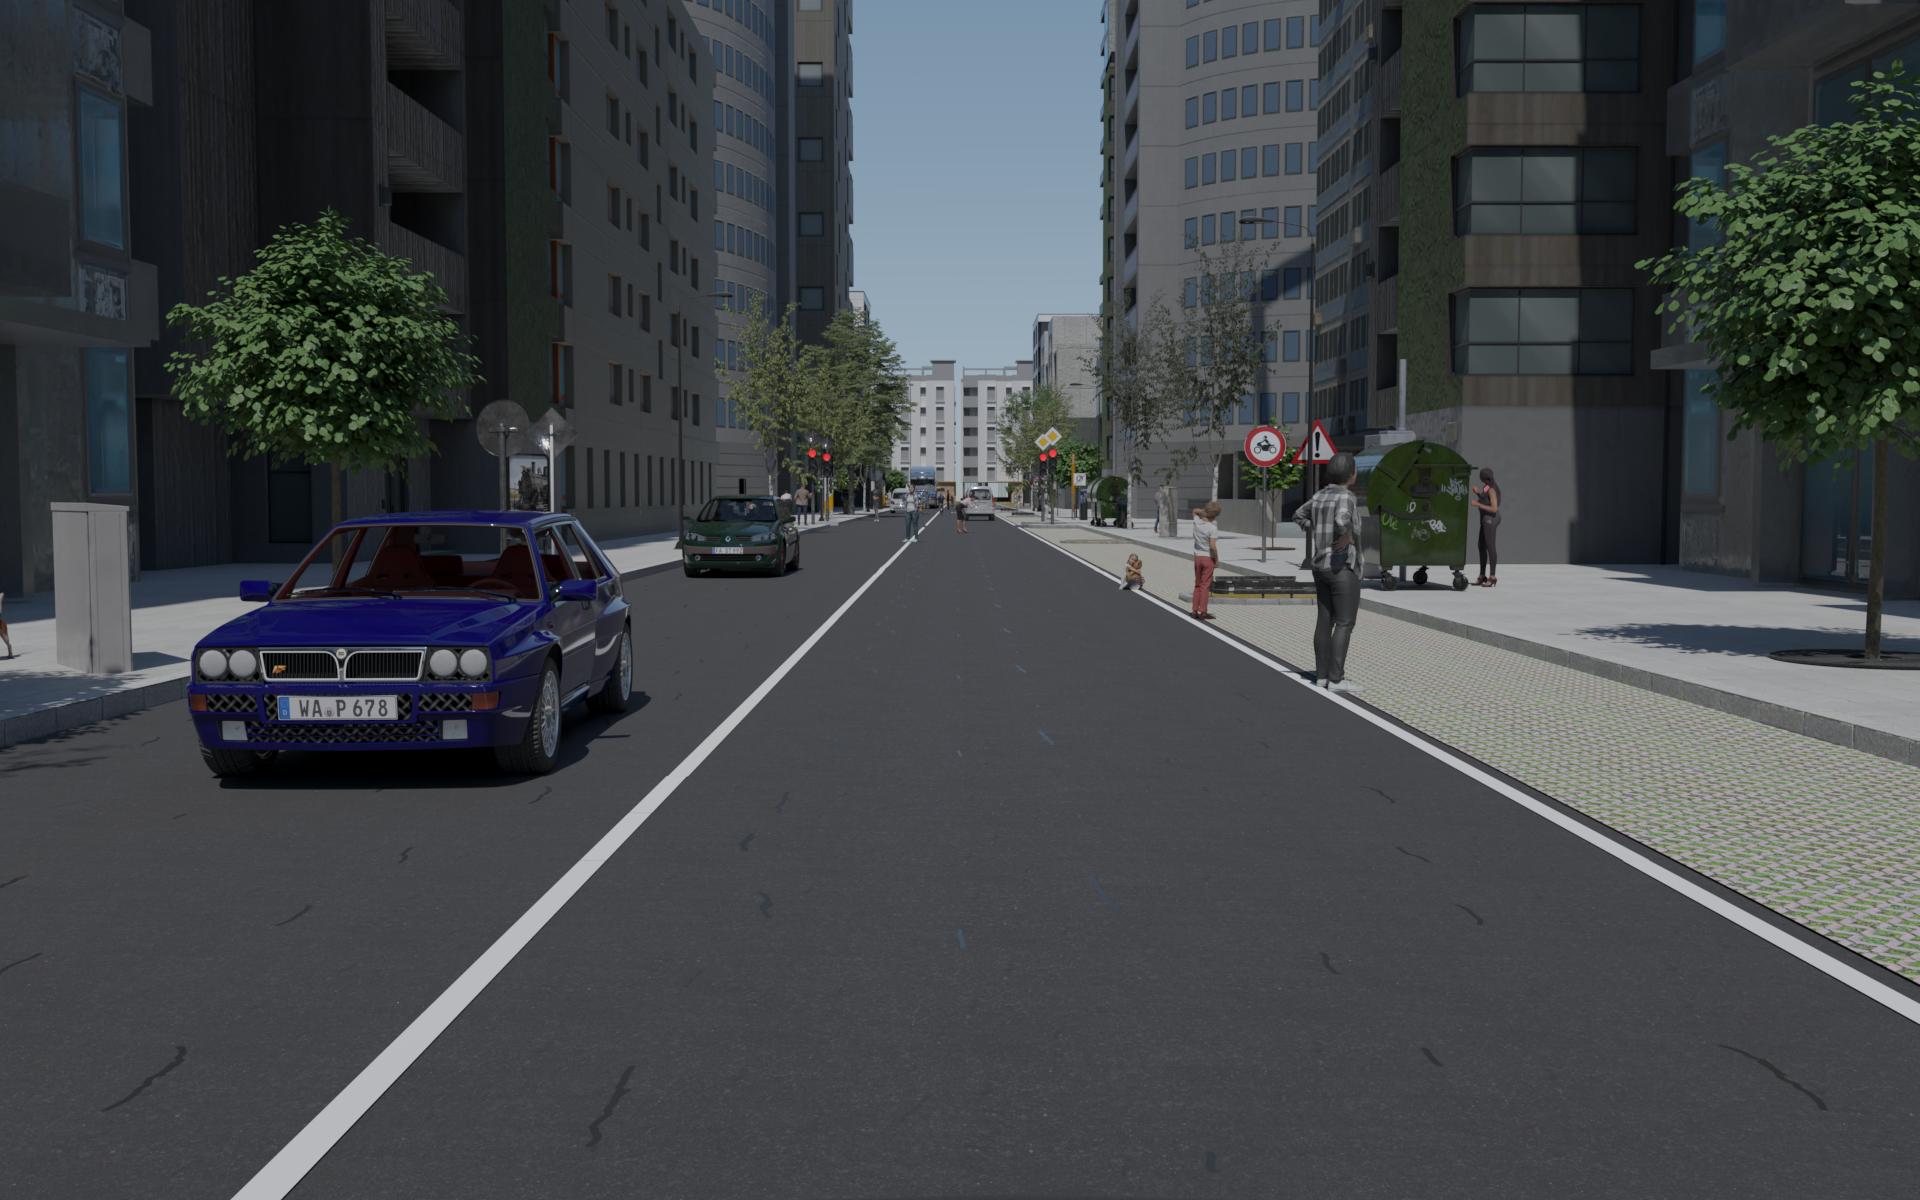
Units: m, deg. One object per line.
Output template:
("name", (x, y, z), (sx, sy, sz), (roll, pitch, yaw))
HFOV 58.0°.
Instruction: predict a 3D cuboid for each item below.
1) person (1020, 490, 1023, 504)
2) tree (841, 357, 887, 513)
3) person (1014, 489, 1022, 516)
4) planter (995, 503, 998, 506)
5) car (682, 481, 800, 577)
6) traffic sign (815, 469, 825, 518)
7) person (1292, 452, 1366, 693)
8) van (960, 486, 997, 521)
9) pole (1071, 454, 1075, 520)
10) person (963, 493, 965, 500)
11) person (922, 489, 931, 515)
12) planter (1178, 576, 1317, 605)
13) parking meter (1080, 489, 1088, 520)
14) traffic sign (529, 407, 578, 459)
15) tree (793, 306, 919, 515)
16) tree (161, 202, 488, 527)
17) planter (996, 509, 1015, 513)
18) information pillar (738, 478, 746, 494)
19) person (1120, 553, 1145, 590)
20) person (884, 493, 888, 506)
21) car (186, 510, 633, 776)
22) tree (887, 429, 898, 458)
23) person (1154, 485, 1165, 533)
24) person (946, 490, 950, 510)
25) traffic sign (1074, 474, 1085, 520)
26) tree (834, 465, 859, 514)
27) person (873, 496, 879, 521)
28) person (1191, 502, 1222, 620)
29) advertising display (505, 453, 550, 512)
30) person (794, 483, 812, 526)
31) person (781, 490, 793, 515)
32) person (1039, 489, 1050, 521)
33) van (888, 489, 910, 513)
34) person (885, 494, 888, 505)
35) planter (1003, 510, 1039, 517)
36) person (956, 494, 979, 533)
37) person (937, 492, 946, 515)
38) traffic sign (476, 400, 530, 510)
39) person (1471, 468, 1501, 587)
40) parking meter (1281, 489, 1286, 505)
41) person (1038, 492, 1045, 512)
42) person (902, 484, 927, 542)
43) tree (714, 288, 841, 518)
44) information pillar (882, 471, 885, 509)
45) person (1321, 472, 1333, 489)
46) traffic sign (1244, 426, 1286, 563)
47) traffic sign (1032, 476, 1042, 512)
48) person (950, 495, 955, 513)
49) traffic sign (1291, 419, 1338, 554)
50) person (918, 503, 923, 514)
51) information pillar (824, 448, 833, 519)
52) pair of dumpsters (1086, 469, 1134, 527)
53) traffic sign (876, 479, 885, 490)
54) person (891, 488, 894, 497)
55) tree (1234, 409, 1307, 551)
("person", (7.909, -12.976, 218.871), (0.621, 1.740, 0.551), (3, 5, 42))
("tree", (-6.575, -8.643, 91.683), (4.737, 8.622, 4.395), (0, 3, 0))
("person", (3.647, -6.144, 109.671), (0.376, 1.734, 0.841), (-1, 4, -17))
("planter", (3.644, -11.520, 209.484), (1.991, 0.319, 1.994), (0, 3, 0))
("car", (-3.904, -1.313, 31.248), (2.009, 1.686, 4.222), (0, 4, 1))
("traffic sign", (-7.043, -5.432, 88.923), (0.768, 2.556, 0.104), (0, 4, 0))
("person", (2.738, -0.211, 12.672), (0.376, 1.734, 0.841), (0, 4, -8))
("van", (1.024, -5.320, 93.997), (2.013, 2.044, 4.112), (0, 4, -1))
("pole", (5.707, -5.708, 87.169), (0.158, 3.312, 0.155), (0, 3, 0))
("person", (0.311, -8.607, 151.770), (0.613, 1.512, 0.480), (1, 4, 8))
("person", (-2.329, -6.755, 119.077), (0.598, 1.807, 0.434), (1, 4, 14))
("planter", (3.963, -0.124, 23.163), (1.991, 0.319, 1.994), (0, 3, 0))
("parking meter", (6.062, -4.666, 84.700), (0.372, 1.533, 0.369), (0, 3, 0))
("traffic sign", (-6.212, -1.628, 26.343), (0.795, 2.593, 0.064), (0, 4, 0))
("tree", (-6.195, -11.444, 105.238), (7.486, 12.596, 7.792), (0, 3, 0))
("tree", (-7.017, -2.197, 19.629), (4.285, 4.588, 4.351), (0, 3, 0))
("planter", (3.779, -6.879, 133.614), (1.991, 0.319, 1.994), (0, 3, 0))
("information pillar", (-10.007, -4.599, 79.689), (0.304, 2.012, 0.304), (0, 4, 6))
("person", (2.577, -0.425, 25.925), (0.357, 0.543, 0.381), (1, 4, 18))
("person", (-8.299, -11.249, 189.591), (0.705, 1.869, 1.348), (-3, 4, -37))
("car", (-2.995, 0.154, 10.058), (1.945, 1.354, 3.894), (0, 4, -2))
("tree", (-6.516, -10.405, 120.487), (4.737, 8.622, 4.395), (0, 3, 0))
("person", (6.626, -2.983, 56.782), (0.435, 1.587, 0.963), (-3, 4, -38))
("person", (-1.120, -9.172, 158.489), (0.705, 1.821, 1.348), (0, 4, 7))
("traffic sign", (5.942, -5.133, 86.060), (0.606, 2.300, 0.079), (0, 4, 3))
("tree", (-7.406, -7.309, 114.106), (1.663, 3.219, 1.824), (0, 3, 0))
("person", (-4.411, -4.819, 91.194), (0.435, 1.345, 0.340), (2, 4, 31))
("person", (2.785, -0.448, 19.736), (0.435, 1.345, 0.340), (3, 4, 37))
("advertising display", (-6.863, -1.359, 27.436), (0.123, 1.923, 0.974), (2, 4, 27))
("person", (-6.374, -3.915, 70.590), (0.617, 1.759, 0.750), (1, 4, 11))
("person", (-6.771, -3.593, 67.980), (0.628, 1.438, 0.799), (-3, 5, -41))
("person", (4.179, -4.626, 84.862), (0.376, 1.734, 0.841), (-1, 4, -15))
("van", (-4.334, -7.489, 129.457), (2.013, 2.044, 4.112), (0, 4, 1))
("person", (-8.518, -11.549, 195.008), (1.348, 1.807, 0.705), (-3, 5, -40))
("planter", (3.826, -5.204, 106.224), (1.991, 0.319, 1.994), (0, 3, 0))
("person", (0.231, -3.186, 63.773), (0.628, 1.438, 0.799), (3, 5, 42))
("person", (-1.199, -6.448, 116.141), (0.569, 1.553, 0.471), (1, 4, 19))
("traffic sign", (-6.185, -1.427, 23.432), (0.768, 2.556, 0.104), (1, 4, 9))
("person", (7.226, -1.005, 23.940), (0.415, 1.643, 0.593), (-2, 4, -29))
("parking meter", (13.590, -4.124, 73.145), (0.255, 1.863, 0.399), (0, 4, -2))
("person", (5.924, -7.271, 125.729), (0.742, 1.727, 0.445), (2, 4, 29))
("person", (-1.410, -2.581, 51.427), (0.841, 1.734, 0.376), (2, 4, 31))
("tree", (-6.726, -6.812, 61.732), (4.737, 8.622, 4.395), (0, 3, 0))
("information pillar", (-6.707, -9.830, 152.077), (0.183, 3.616, 0.504), (-1, 4, -21))
("person", (6.069, -1.247, 27.897), (0.566, 1.644, 0.517), (0, 4, -1))
("traffic sign", (5.679, -1.969, 32.298), (0.768, 2.556, 0.104), (0, 4, 6))
("traffic sign", (5.537, -7.593, 124.250), (0.768, 2.556, 0.104), (0, 4, 7))
("person", (-0.539, -7.180, 129.801), (0.340, 1.345, 0.435), (2, 4, 35))
("traffic sign", (6.209, -1.843, 30.140), (0.884, 2.594, 0.081), (1, 4, 9))
("person", (-2.973, -6.667, 125.422), (0.695, 0.859, 0.347), (1, 4, 9))
("information pillar", (-6.632, -5.874, 87.401), (0.504, 3.616, 0.183), (2, 4, 29))
("pair of dumpsters", (5.967, -4.051, 68.728), (1.574, 2.255, 4.437), (0, 3, 0))
("traffic sign", (-6.744, -9.011, 147.438), (0.768, 2.556, 0.104), (0, 4, 2))
("person", (-6.835, -10.515, 177.594), (0.705, 1.869, 1.348), (1, 4, 13))
("tree", (7.048, -2.753, 39.616), (1.663, 3.219, 1.824), (0, 3, 0))
